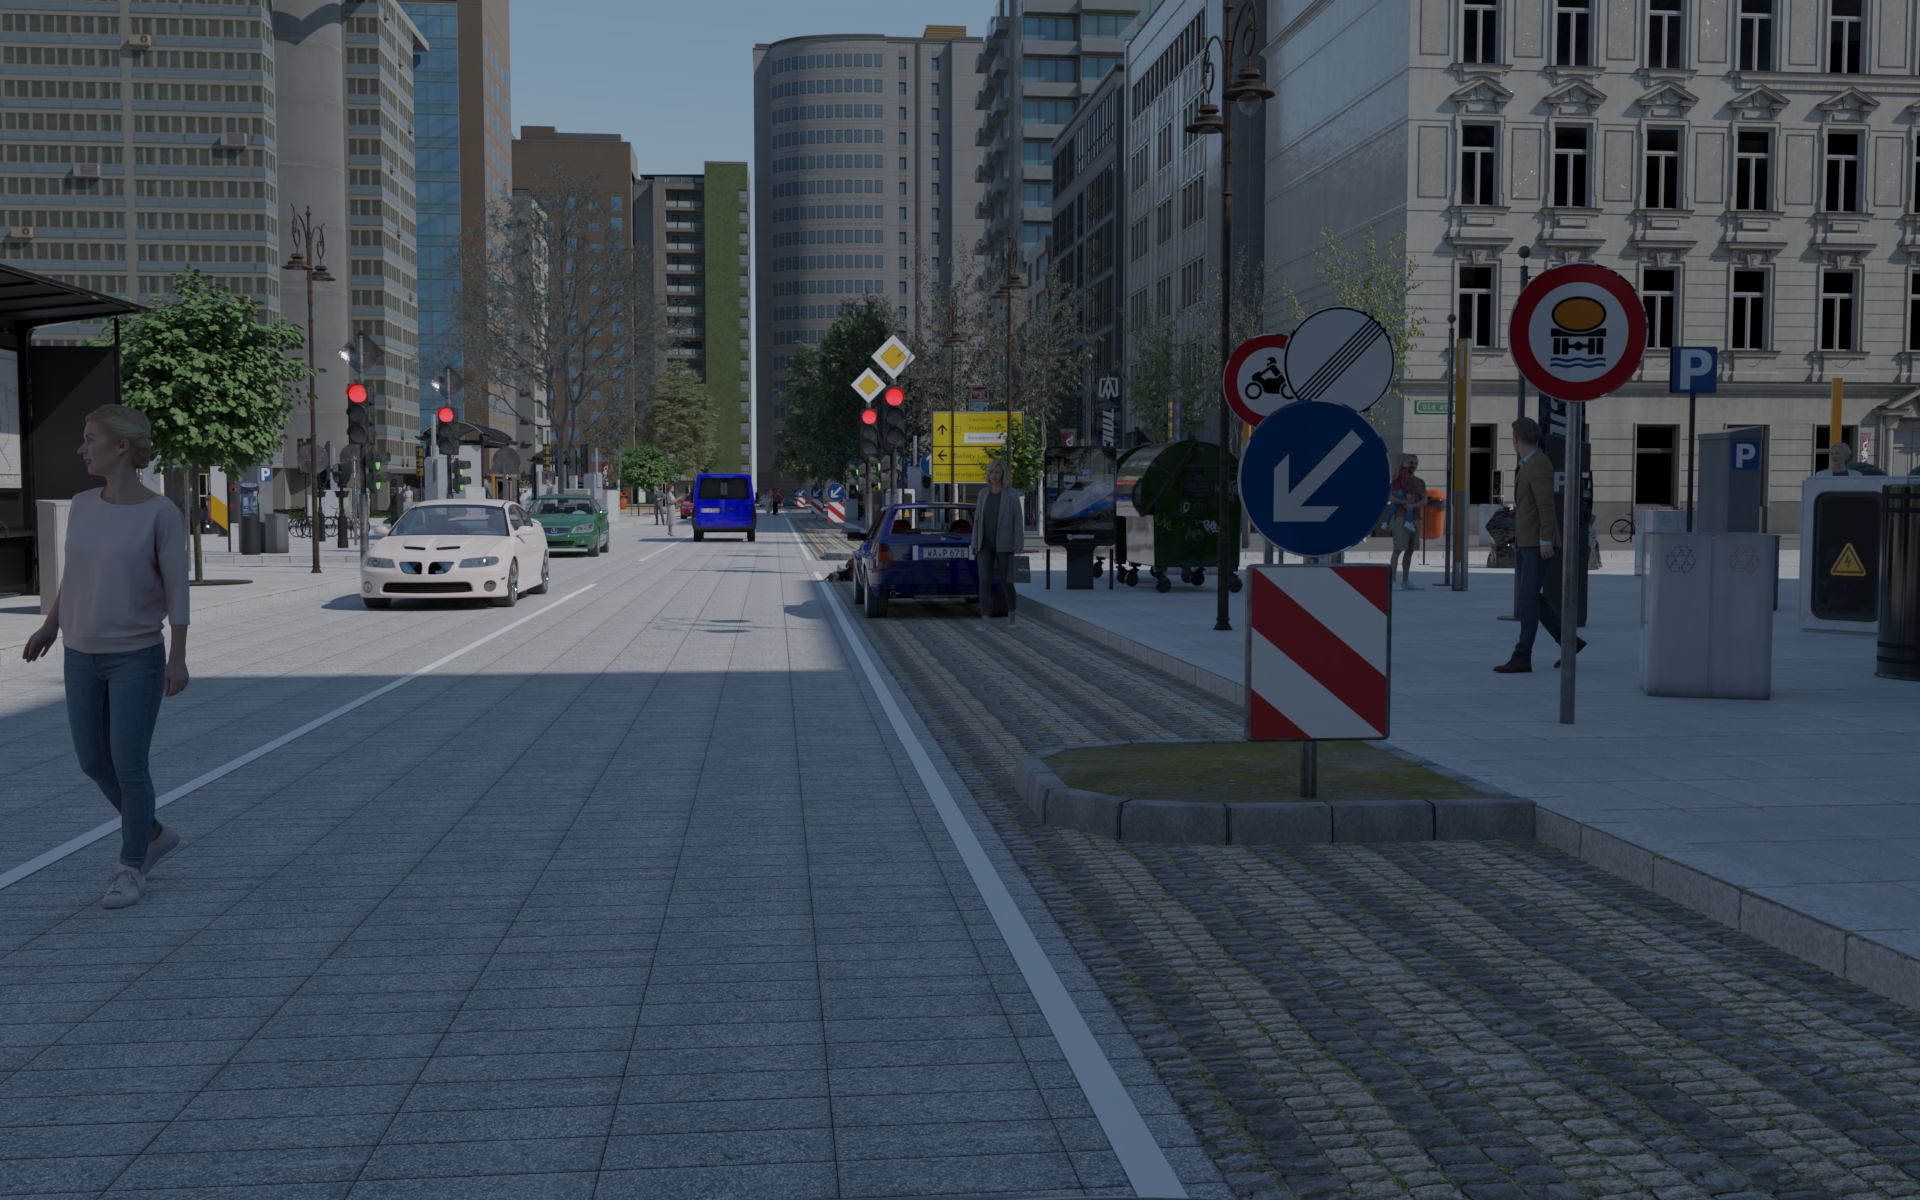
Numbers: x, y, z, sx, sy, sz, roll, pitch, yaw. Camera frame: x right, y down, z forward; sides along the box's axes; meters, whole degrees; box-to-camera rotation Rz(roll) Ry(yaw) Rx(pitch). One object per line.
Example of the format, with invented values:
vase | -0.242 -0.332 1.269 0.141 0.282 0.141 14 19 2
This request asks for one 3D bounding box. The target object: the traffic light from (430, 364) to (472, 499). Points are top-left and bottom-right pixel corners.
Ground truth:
traffic light | -11.058 -2.975 37.558 0.839 4.253 0.868 0 4 -6

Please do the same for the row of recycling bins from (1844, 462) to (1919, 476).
row of recycling bins | 12.908 -0.911 22.015 3.534 1.692 1.069 1 4 16

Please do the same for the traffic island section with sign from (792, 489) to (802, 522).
traffic island section with sign | -7.562 -4.980 90.044 1.989 1.847 2.006 0 4 -6

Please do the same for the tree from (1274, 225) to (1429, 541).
tree | 10.691 -5.888 46.626 4.737 8.622 4.395 0 3 0

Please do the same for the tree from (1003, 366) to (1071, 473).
tree | 4.466 -8.996 97.447 4.737 8.622 4.395 0 3 0

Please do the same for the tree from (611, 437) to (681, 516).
tree | -18.585 -7.138 100.425 4.285 4.588 4.351 0 3 0

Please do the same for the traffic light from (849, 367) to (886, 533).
traffic light | -2.050 -3.035 38.544 0.839 4.253 0.868 0 4 -6

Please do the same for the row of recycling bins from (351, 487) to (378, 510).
row of recycling bins | -33.601 -5.372 94.950 1.069 1.692 3.534 3 5 44

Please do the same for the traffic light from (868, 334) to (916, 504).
traffic light | -1.193 -2.549 30.605 0.839 4.253 0.868 0 4 -6

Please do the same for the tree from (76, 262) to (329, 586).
tree | -10.805 -2.505 24.665 4.285 4.588 4.351 0 3 0

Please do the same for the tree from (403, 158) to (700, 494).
tree | -14.484 -9.327 62.859 12.009 13.543 11.850 0 3 0

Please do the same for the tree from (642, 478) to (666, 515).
tree | -19.379 -6.917 107.687 1.663 3.219 1.824 0 3 0

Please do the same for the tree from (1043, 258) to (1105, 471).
tree | 2.246 -6.302 53.405 4.360 8.622 3.978 0 3 0

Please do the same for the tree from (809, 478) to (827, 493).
tree | -13.995 -10.869 172.317 1.663 3.219 1.824 0 3 0

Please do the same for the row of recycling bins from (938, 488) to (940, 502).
row of recycling bins | -0.058 -4.957 88.152 3.534 1.692 1.069 -2 4 -29

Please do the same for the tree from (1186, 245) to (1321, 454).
tree | 8.643 -6.237 52.335 4.360 8.622 3.978 0 3 0

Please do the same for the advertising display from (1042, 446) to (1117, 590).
advertising display | 1.611 -1.101 23.219 0.974 1.923 0.123 0 4 2

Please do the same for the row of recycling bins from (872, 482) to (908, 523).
row of recycling bins | -2.297 -3.314 61.292 1.069 1.692 3.534 -1 4 -17

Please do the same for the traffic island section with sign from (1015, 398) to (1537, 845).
traffic island section with sign | 1.298 0.039 7.990 1.989 1.847 2.006 0 4 -6

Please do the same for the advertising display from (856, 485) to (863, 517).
advertising display | -5.613 -5.592 96.637 0.974 1.923 0.123 0 4 -7

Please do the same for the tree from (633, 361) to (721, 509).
tree | -23.816 -14.021 147.371 7.486 12.596 7.792 0 3 0

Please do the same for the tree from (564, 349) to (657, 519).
tree | -17.511 -8.380 87.368 4.360 8.622 3.978 0 3 0

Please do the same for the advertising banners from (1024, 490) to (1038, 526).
advertising banners | 2.947 -4.483 69.490 0.090 3.025 2.074 -1 4 -16

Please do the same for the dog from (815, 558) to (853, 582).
dog | -1.963 -0.496 28.303 0.748 0.427 0.550 1 4 12

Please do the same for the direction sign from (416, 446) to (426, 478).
direction sign | -25.167 -5.483 81.651 0.876 3.537 0.379 -1 4 -14

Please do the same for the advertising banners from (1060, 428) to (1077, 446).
advertising banners | 3.502 -3.033 45.779 2.074 3.025 0.090 3 4 38

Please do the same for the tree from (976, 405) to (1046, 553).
tree | 1.180 -2.656 38.027 1.663 3.219 1.824 0 3 0

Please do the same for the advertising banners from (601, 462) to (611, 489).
advertising banners | -19.899 -5.963 93.678 2.074 3.025 0.090 0 4 -4

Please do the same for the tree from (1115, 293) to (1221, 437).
tree | 7.468 -6.890 63.008 4.737 8.622 4.395 0 3 0

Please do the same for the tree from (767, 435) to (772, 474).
tree | -12.813 -14.699 157.338 9.611 12.733 9.660 0 3 0

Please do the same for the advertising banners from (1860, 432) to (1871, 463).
advertising banners | 25.123 -3.227 48.957 2.074 3.025 0.090 -2 4 -32

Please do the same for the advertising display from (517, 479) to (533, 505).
advertising display | -19.041 -4.316 75.782 0.123 1.923 0.974 1 4 22

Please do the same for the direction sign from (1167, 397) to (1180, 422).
direction sign | 5.001 -2.978 40.679 0.379 3.537 0.876 2 4 25

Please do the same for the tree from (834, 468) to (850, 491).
tree | -10.306 -12.024 146.955 4.360 8.622 3.978 0 3 0

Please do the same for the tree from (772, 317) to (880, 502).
tree | -8.782 -13.346 124.867 9.857 13.997 8.962 0 3 0

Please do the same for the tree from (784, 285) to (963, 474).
tree | -3.310 -8.734 77.214 8.767 10.594 7.601 -3 5 -43

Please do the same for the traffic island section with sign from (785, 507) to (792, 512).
traffic island section with sign | -12.945 -8.025 139.830 1.989 1.847 2.006 0 4 -6

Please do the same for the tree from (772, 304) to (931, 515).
tree | -5.945 -11.509 105.176 9.611 12.733 9.660 0 3 0

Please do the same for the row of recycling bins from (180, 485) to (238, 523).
row of recycling bins | -32.194 -4.198 75.750 3.534 1.692 1.069 -1 4 -18

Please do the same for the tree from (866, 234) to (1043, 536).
tree | -0.355 -5.984 48.206 4.360 8.622 3.978 0 3 0

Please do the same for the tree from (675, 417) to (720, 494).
tree | -24.416 -12.638 157.000 4.737 8.622 4.395 0 3 0

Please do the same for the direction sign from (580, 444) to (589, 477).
direction sign | -17.013 -5.293 78.532 0.379 3.537 0.876 -2 4 -33

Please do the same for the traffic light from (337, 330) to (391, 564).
traffic light | -10.200 -2.489 29.619 0.839 4.253 0.868 0 4 -6

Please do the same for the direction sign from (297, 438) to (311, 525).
direction sign | -26.595 -4.795 70.391 0.876 3.537 0.379 2 4 30

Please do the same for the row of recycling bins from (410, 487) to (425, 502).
row of recycling bins | -32.951 -6.142 107.527 1.069 1.692 3.534 2 4 28

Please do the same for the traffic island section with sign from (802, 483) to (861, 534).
traffic island section with sign | -4.657 -3.341 63.245 1.989 1.847 2.006 0 4 -6

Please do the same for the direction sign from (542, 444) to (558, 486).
direction sign | -18.351 -5.264 78.057 0.876 3.537 0.379 -1 4 -23
